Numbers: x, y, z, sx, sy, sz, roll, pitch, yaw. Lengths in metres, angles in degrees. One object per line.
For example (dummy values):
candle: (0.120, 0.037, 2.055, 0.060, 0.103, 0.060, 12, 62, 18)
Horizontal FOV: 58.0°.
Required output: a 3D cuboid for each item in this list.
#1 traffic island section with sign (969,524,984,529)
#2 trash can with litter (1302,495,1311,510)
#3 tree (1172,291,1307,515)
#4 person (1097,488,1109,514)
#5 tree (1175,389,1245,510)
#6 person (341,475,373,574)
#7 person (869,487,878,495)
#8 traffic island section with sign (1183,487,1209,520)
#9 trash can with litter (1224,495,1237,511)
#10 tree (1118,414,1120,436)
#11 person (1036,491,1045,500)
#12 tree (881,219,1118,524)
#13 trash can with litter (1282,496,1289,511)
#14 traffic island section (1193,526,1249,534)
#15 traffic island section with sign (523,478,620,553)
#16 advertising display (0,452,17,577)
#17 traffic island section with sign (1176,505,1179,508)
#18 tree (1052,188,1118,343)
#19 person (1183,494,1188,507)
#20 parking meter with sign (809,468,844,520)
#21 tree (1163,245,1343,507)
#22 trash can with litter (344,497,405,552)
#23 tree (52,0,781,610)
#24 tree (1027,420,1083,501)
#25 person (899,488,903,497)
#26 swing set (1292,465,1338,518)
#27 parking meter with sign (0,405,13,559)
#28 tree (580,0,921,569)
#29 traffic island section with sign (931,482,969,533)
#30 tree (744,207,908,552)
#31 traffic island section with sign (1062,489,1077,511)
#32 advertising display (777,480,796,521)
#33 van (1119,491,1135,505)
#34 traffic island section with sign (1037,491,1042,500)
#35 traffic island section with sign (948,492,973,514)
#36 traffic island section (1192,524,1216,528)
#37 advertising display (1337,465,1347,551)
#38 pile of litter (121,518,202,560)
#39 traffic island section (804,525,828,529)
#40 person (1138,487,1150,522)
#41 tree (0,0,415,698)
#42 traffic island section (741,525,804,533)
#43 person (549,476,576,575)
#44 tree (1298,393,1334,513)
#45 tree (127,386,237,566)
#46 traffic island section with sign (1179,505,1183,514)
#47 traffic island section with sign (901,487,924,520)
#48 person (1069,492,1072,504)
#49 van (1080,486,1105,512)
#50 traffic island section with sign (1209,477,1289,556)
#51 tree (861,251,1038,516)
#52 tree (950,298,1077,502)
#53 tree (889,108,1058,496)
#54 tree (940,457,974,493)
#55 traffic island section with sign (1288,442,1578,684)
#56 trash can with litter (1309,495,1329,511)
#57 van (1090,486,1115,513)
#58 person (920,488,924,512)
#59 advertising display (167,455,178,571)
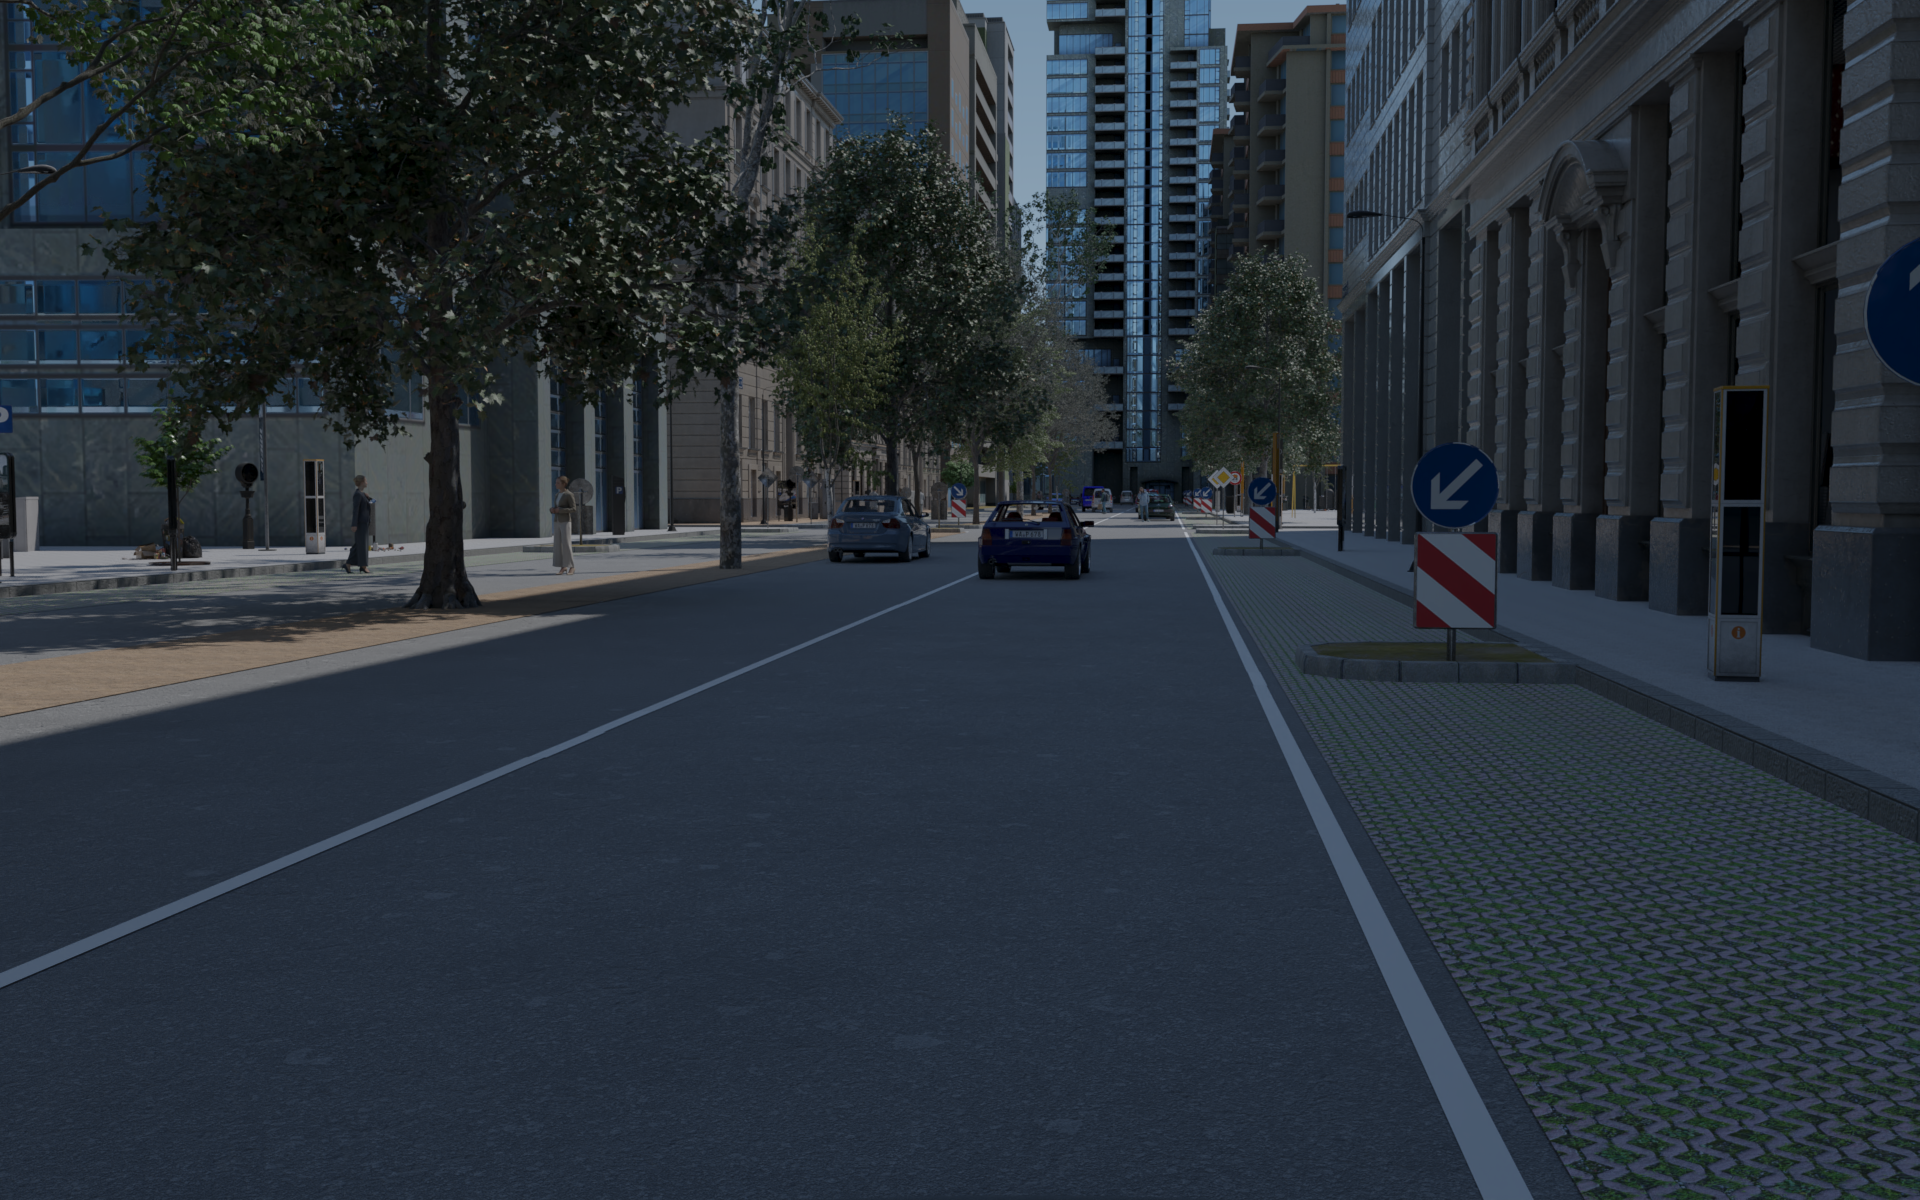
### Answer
traffic island section with sign: (0.024, -3.907, 72.022, 2.006, 1.907, 1.989, 0, 4, 7)
trash can with litter: (28.162, -7.880, 140.222, 0.624, 1.170, 1.055, -1, 4, -17)
tree: (17.714, -12.223, 106.506, 9.857, 13.997, 8.962, 0, 3, 0)
person: (10.093, -6.943, 122.003, 0.794, 1.824, 0.713, -3, 5, -40)
tree: (21.737, -13.781, 143.439, 7.486, 12.596, 7.792, 0, 3, 0)
person: (-10.749, -1.346, 30.934, 0.534, 1.772, 0.576, -2, 4, -35)
person: (-3.863, -4.317, 79.277, 0.606, 1.804, 0.583, 3, 5, 40)
traffic island section with sign: (13.619, -5.381, 96.613, 1.989, 1.847, 2.006, 0, 4, 7)
trash can with litter: (20.824, -7.380, 131.726, 1.678, 1.210, 2.233, -1, 4, -17)
tree: (4.829, -12.231, 112.802, 12.009, 13.543, 11.850, 0, 3, 0)
person: (8.804, -11.146, 191.450, 1.217, 1.736, 0.721, -2, 4, -25)
tree: (0.740, -10.041, 77.000, 12.009, 13.543, 11.850, 0, 3, 0)
trash can with litter: (24.465, -7.365, 131.812, 1.055, 1.170, 0.624, 2, 4, 33)
traffic island section: (9.619, -2.502, 63.180, 2.009, 0.180, 2.903, 0, 4, 7)
traffic island section with sign: (-9.563, -2.104, 43.021, 1.989, 1.847, 2.006, 0, 4, 7)
advertising display: (-15.148, -1.332, 26.986, 0.974, 1.923, 0.123, 1, 4, 15)
traffic island section with sign: (22.659, -10.012, 172.327, 1.989, 1.847, 2.006, 0, 4, 7)
tree: (2.331, -14.781, 100.007, 12.611, 20.169, 13.585, 0, 3, 0)
person: (23.886, -10.580, 182.002, 0.721, 1.766, 1.217, -3, 4, -38)
parking meter with sign: (-6.752, -5.592, 87.687, 1.738, 3.016, 0.543, -2, 4, -26)
tree: (14.048, -9.953, 79.742, 9.611, 12.733, 9.660, 0, 3, 0)
trash can with litter: (-13.245, -1.747, 39.619, 1.678, 1.210, 2.233, 0, 4, 6)
tree: (-6.474, -6.247, 21.598, 9.611, 12.733, 9.660, 0, 3, 0)
tree: (7.576, -11.084, 134.042, 4.737, 8.622, 4.395, 0, 3, 0)
person: (-3.096, -4.799, 87.517, 0.362, 1.759, 0.519, -2, 4, -30)
swing set: (19.264, -5.842, 93.143, 3.119, 2.851, 2.862, 0, 4, 8)
parking meter with sign: (-19.254, -2.346, 34.611, 0.543, 3.016, 1.738, -2, 4, -32)
tree: (-5.492, -10.713, 33.507, 12.611, 20.169, 13.585, 0, 3, 0)
traffic island section with sign: (-0.864, -3.458, 64.668, 2.006, 1.907, 1.989, 0, 4, 7)
tree: (-3.198, -5.479, 42.406, 4.737, 8.622, 4.395, 0, 3, 0)
traffic island section with sign: (8.922, -8.471, 146.634, 2.006, 1.907, 1.989, 0, 4, 7)
advertising display: (-8.110, -4.672, 81.593, 0.974, 1.923, 0.123, 0, 4, 4)
van: (21.251, -13.062, 220.571, 2.013, 2.044, 4.112, 0, 4, 6)
traffic island section with sign: (9.283, -11.759, 200.892, 1.989, 1.847, 2.006, 0, 4, 7)
traffic island section with sign: (0.223, -7.118, 125.012, 1.989, 1.847, 2.006, 0, 4, 7)
traffic island section: (10.566, -2.986, 71.109, 2.009, 0.180, 2.903, 0, 4, 7)
advertising display: (8.616, -2.073, 39.108, 0.123, 1.923, 0.974, 1, 4, 18)
pile of litter: (-15.838, -1.250, 34.400, 1.176, 0.858, 1.719, 3, 5, 41)
traffic island section: (-6.305, -3.110, 73.121, 2.009, 0.180, 2.903, 0, 4, 7)
person: (9.439, -4.895, 88.792, 0.793, 1.790, 0.793, -2, 4, -30)
tree: (-7.221, -5.096, 11.527, 9.928, 11.665, 9.643, 0, 3, 0)
traffic island section: (-7.252, -2.625, 65.192, 2.009, 0.180, 2.903, 0, 4, 7)
person: (-7.072, -1.325, 30.707, 0.519, 1.759, 0.362, 3, 4, 38)
tree: (23.701, -10.128, 115.952, 4.360, 8.622, 3.978, 0, 3, 0)
tree: (-14.248, -2.248, 31.356, 1.663, 3.219, 1.824, 0, 3, 0)
traffic island section with sign: (16.822, -7.018, 123.378, 1.989, 1.847, 2.006, 0, 4, 7)
traffic island section with sign: (-3.059, -5.436, 97.513, 1.989, 1.847, 2.006, 0, 4, 7)
person: (12.425, -11.328, 194.420, 0.721, 1.735, 1.217, 0, 4, 6)
van: (10.849, -8.326, 140.518, 2.240, 2.365, 5.245, 0, 4, 5)
traffic island section with sign: (6.960, -1.966, 40.775, 1.989, 1.847, 2.006, 0, 4, 7)
tree: (-1.371, -7.537, 60.097, 8.767, 10.594, 7.601, 0, 4, 7)
tree: (2.066, -10.283, 88.705, 7.486, 12.596, 7.792, 0, 3, 0)
tree: (-2.006, -8.067, 51.356, 9.611, 12.733, 9.660, 0, 3, 0)
tree: (-0.052, -9.908, 145.716, 4.285, 4.588, 4.351, 0, 3, 0)
traffic island section with sign: (3.764, -0.329, 14.010, 1.989, 1.847, 2.006, 0, 4, 7)
trash can with litter: (27.162, -7.320, 130.738, 1.678, 1.210, 2.233, -2, 4, -26)
van: (11.164, -7.872, 135.726, 2.013, 2.044, 4.112, 0, 4, 5)
person: (-2.476, -5.854, 104.404, 0.606, 1.804, 0.583, -3, 5, -41)
advertising display: (-13.295, -1.470, 29.249, 0.123, 1.923, 0.974, -2, 4, -23)
